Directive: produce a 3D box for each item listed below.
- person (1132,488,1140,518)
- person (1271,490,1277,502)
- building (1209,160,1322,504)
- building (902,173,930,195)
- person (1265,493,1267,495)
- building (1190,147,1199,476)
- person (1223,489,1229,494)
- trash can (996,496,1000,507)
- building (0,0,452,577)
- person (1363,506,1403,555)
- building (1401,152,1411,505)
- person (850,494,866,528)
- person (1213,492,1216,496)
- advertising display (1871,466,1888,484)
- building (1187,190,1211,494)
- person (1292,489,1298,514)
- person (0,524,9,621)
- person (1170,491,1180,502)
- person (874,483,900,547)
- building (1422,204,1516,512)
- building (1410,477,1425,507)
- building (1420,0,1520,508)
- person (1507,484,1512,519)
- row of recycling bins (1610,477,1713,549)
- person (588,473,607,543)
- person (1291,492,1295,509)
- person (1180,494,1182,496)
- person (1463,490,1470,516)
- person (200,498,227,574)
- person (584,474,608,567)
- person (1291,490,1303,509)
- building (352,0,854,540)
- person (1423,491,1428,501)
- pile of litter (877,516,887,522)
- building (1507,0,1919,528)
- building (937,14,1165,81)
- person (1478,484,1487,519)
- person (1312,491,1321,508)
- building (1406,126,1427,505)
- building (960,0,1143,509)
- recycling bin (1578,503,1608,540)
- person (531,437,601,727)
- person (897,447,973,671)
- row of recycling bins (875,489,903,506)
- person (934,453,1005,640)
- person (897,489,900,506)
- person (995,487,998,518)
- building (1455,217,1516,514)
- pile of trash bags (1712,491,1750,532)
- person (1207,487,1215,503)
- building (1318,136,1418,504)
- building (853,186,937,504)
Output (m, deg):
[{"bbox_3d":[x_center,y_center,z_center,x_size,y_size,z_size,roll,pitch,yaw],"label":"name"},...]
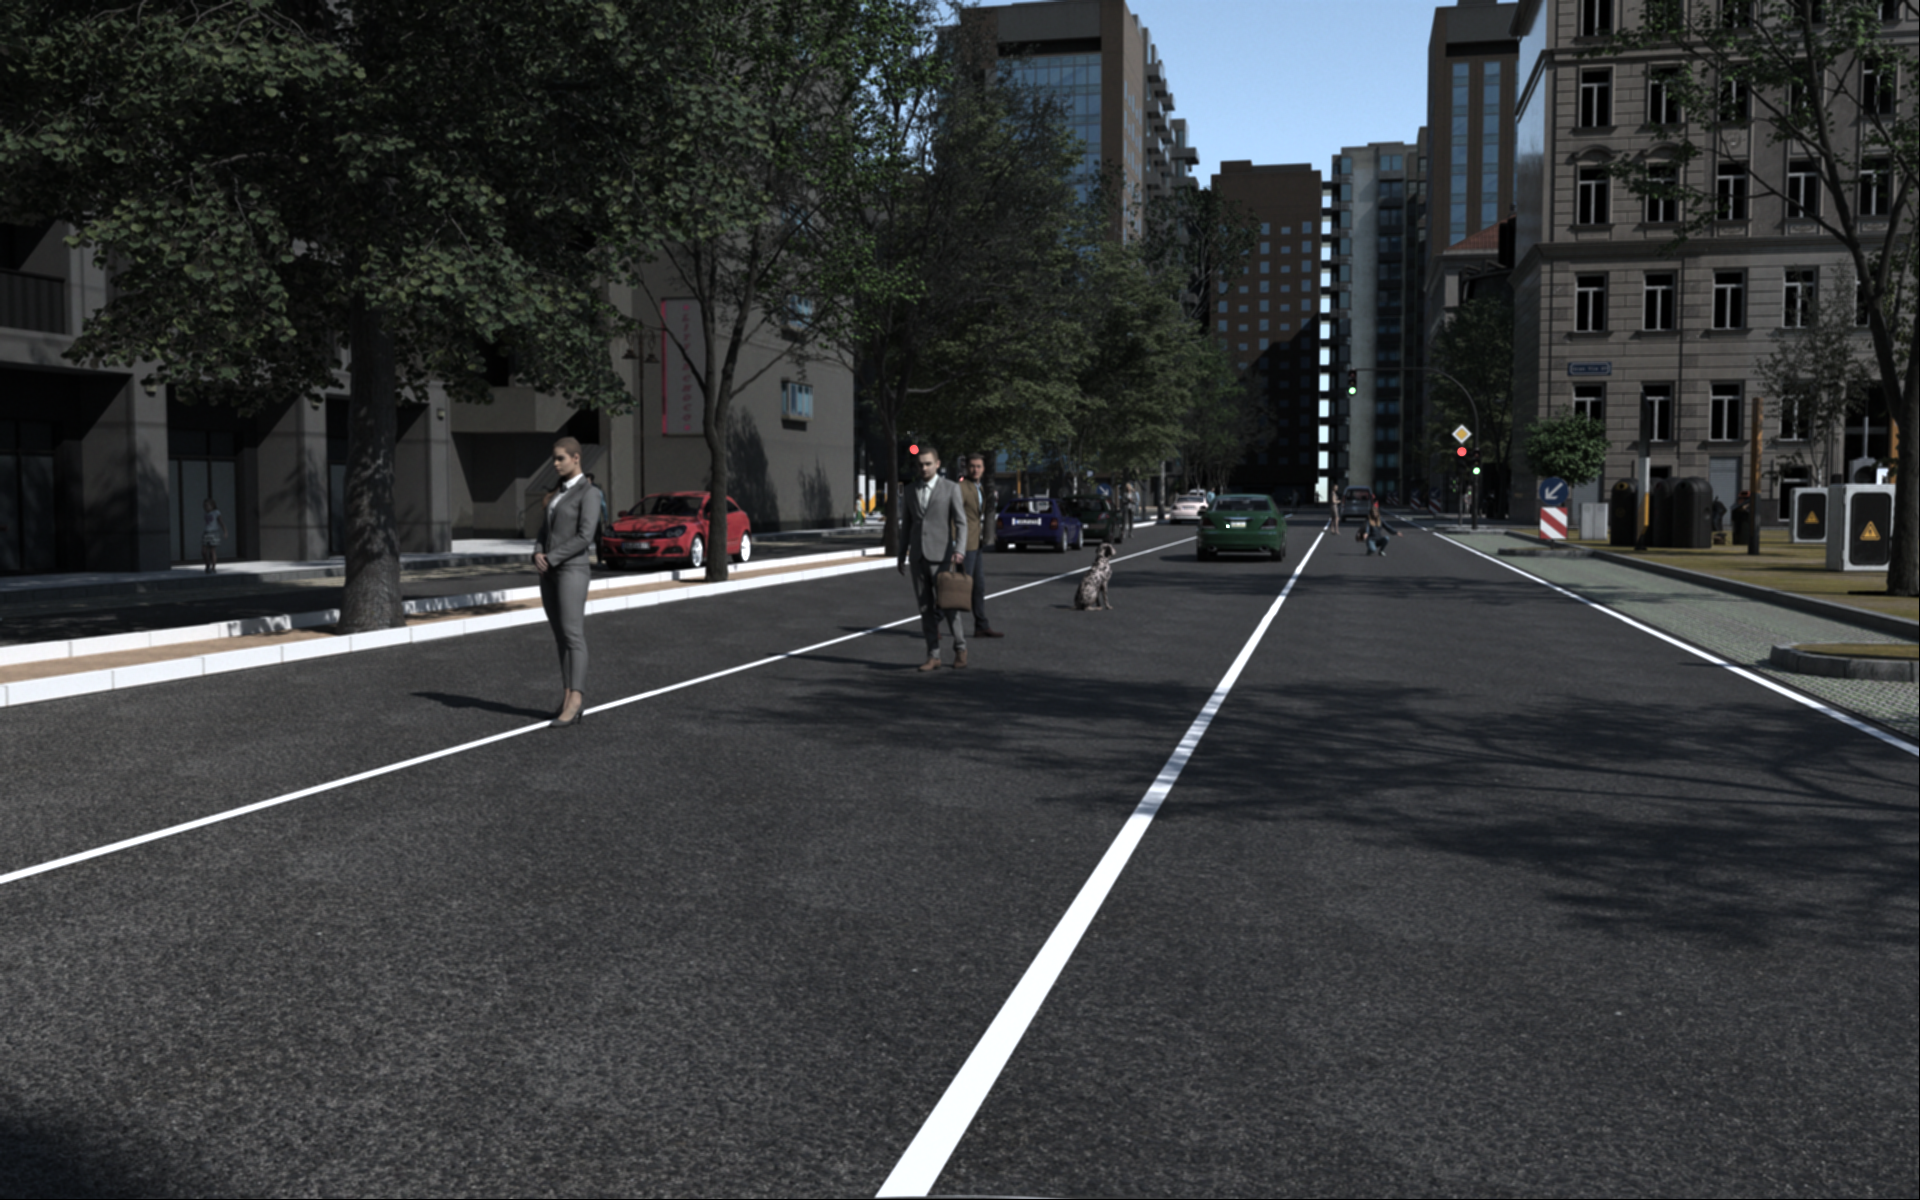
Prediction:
[{"bbox_3d":[10.273,-5.682,101.672,0.793,1.790,0.793,3,5,39],"label":"person"},{"bbox_3d":[33.239,-10.715,183.669,1.348,1.826,0.705,-3,5,-39],"label":"person"},{"bbox_3d":[41.484,-35.745,234.538,14.200,45.320,14.600,1,4,13],"label":"building"},{"bbox_3d":[-1.067,-36.319,243.930,14.200,45.320,14.600,1,4,13],"label":"building"},{"bbox_3d":[39.178,-12.951,221.712,0.415,1.643,0.593,-2,4,-30],"label":"person"},{"bbox_3d":[13.580,-36.301,213.131,30.456,49.044,23.786,1,4,13],"label":"building"},{"bbox_3d":[20.893,-7.796,136.144,0.592,1.802,0.473,2,4,26],"label":"person"},{"bbox_3d":[3.094,-8.312,147.551,0.748,1.137,0.748,0,3,0],"label":"trash can"},{"bbox_3d":[-22.129,-36.422,33.759,20.563,71.187,20.611,1,4,13],"label":"building"},{"bbox_3d":[9.827,-1.617,40.434,1.012,1.151,0.738,0,4,-2],"label":"person"},{"bbox_3d":[60.501,-32.074,208.007,14.154,41.232,14.086,1,4,13],"label":"building"},{"bbox_3d":[-3.841,-3.358,65.193,0.590,1.304,0.306,0,4,0],"label":"person"},{"bbox_3d":[30.199,-12.068,206.594,1.217,1.735,0.721,-1,4,-11],"label":"person"},{"bbox_3d":[21.534,-2.155,40.440,0.974,1.923,0.123,-3,4,-38],"label":"advertising display"},{"bbox_3d":[21.063,-36.017,243.498,28.867,44.769,22.147,1,4,13],"label":"building"},{"bbox_3d":[24.086,-7.095,124.600,0.391,1.810,0.635,-2,4,-28],"label":"person"},{"bbox_3d":[-10.984,-0.610,19.305,0.643,1.720,0.563,-1,4,-13],"label":"person"},{"bbox_3d":[20.883,-9.665,167.304,1.217,1.735,0.721,2,4,24],"label":"person"},{"bbox_3d":[-1.877,-2.267,45.959,0.834,1.777,0.661,0,4,-2],"label":"person"},{"bbox_3d":[41.369,-18.053,131.319,11.583,22.565,21.152,1,4,13],"label":"building"},{"bbox_3d":[62.261,-29.458,173.521,32.217,40.220,23.993,1,4,13],"label":"building"},{"bbox_3d":[49.412,-30.965,156.385,14.600,45.320,14.200,1,4,13],"label":"building"},{"bbox_3d":[26.707,-4.735,83.732,0.573,1.790,0.520,0,4,-1],"label":"person"},{"bbox_3d":[17.108,-2.151,42.280,1.069,1.692,3.534,-1,4,-10],"label":"row of recycling bins"},{"bbox_3d":[-9.597,-2.379,44.923,0.713,1.824,0.794,3,5,44],"label":"person"},{"bbox_3d":[32.884,-9.868,170.764,0.541,1.710,0.530,1,4,12],"label":"person"},{"bbox_3d":[25.391,-11.698,198.007,0.721,1.736,1.217,-1,4,-15],"label":"person"},{"bbox_3d":[29.235,-5.581,99.882,0.523,1.515,0.503,1,4,20],"label":"person"},{"bbox_3d":[-11.985,-1.028,27.872,0.505,1.210,0.382,1,4,11],"label":"person"},{"bbox_3d":[-7.210,-1.552,33.901,0.660,1.820,0.620,0,4,-4],"label":"person"},{"bbox_3d":[32.337,-9.619,165.869,1.348,1.812,0.705,-1,4,-20],"label":"person"},{"bbox_3d":[-16.673,-26.536,57.567,21.600,48.544,21.300,1,4,13],"label":"building"},{"bbox_3d":[40.945,-8.868,151.045,0.705,1.823,1.348,-3,5,-43],"label":"person"},{"bbox_3d":[-3.352,-4.093,80.888,1.176,0.858,1.719,1,4,17],"label":"pile of litter"},{"bbox_3d":[36.000,-16.751,71.148,25.104,27.353,12.463,1,4,13],"label":"building"},{"bbox_3d":[10.204,-34.213,178.997,23.786,49.044,30.456,1,4,13],"label":"building"},{"bbox_3d":[26.937,-5.116,89.871,0.709,1.800,0.728,-3,5,-41],"label":"person"},{"bbox_3d":[37.614,-10.580,182.200,1.217,1.743,0.721,-1,4,-12],"label":"person"},{"bbox_3d":[58.143,-31.225,194.127,14.154,41.232,14.086,1,4,13],"label":"building"},{"bbox_3d":[8.704,-30.979,156.610,14.600,45.320,14.200,1,4,13],"label":"building"},{"bbox_3d":[17.632,-2.184,48.255,0.722,1.027,0.722,1,4,16],"label":"recycling bin"},{"bbox_3d":[-2.533,-0.129,10.887,0.520,1.790,0.573,2,4,28],"label":"person"},{"bbox_3d":[-0.213,-0.333,14.063,0.709,1.813,0.853,1,4,19],"label":"person"},{"bbox_3d":[-5.416,-7.819,134.952,1.069,1.692,3.534,-3,4,-36],"label":"row of recycling bins"},{"bbox_3d":[0.044,-0.534,17.137,0.836,1.842,0.656,0,4,-8],"label":"person"},{"bbox_3d":[-2.903,-4.288,76.337,0.419,1.800,0.721,2,4,35],"label":"person"},{"bbox_3d":[1.775,-5.253,92.762,0.563,1.720,0.643,-1,4,-18],"label":"person"},{"bbox_3d":[40.817,-14.957,111.991,16.820,18.784,16.811,1,4,13],"label":"building"},{"bbox_3d":[25.672,-3.033,59.341,1.912,1.369,3.447,-2,4,-32],"label":"pile of trash bags"},{"bbox_3d":[14.103,-5.438,97.270,0.638,1.841,0.748,-1,4,-17],"label":"person"},{"bbox_3d":[64.190,-37.557,233.659,30.456,49.044,23.786,1,4,13],"label":"building"},{"bbox_3d":[-13.754,-32.050,215.903,23.993,40.220,32.217,1,4,13],"label":"building"}]
